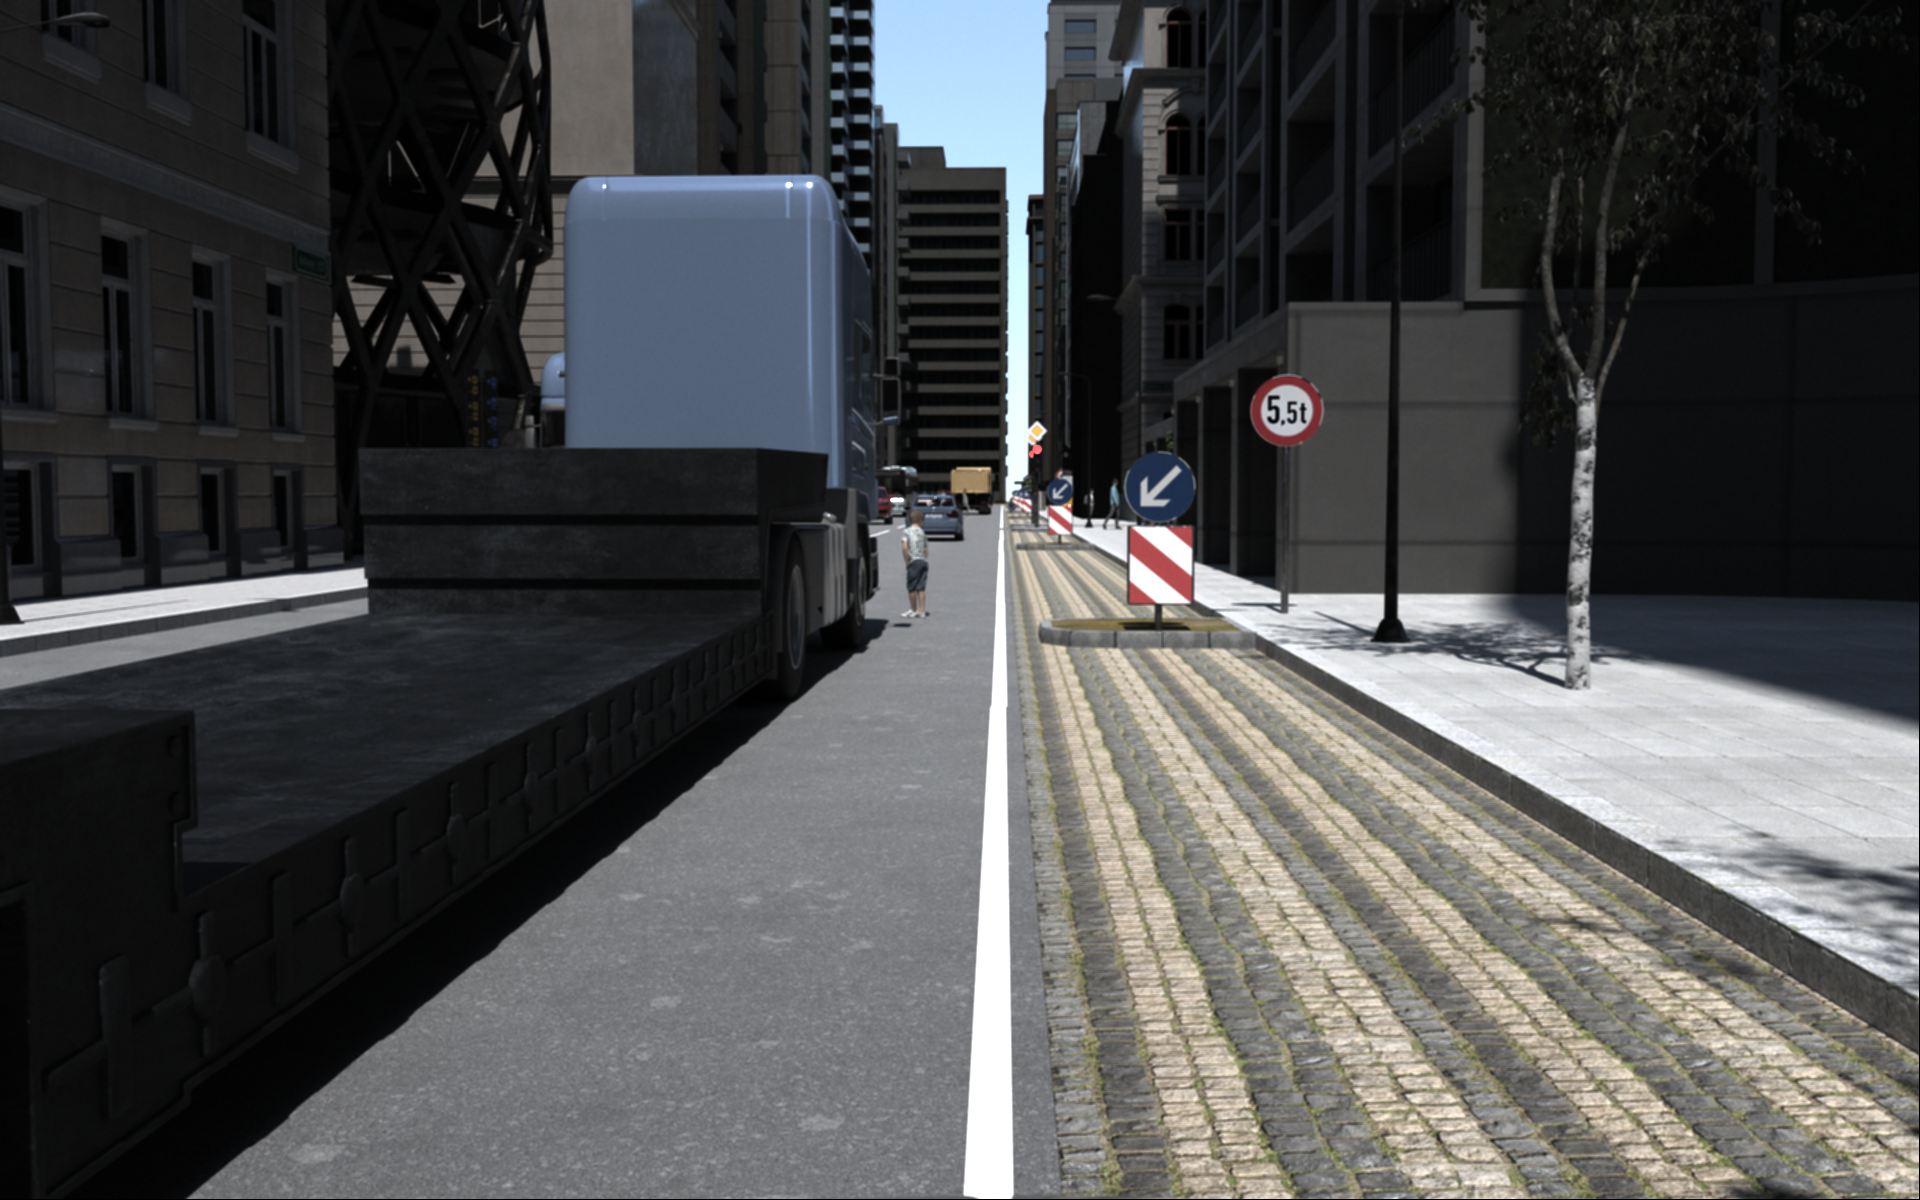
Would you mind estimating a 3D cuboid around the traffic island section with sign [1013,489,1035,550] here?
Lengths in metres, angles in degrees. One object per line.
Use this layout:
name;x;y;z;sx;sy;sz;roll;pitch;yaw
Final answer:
traffic island section with sign;2.448;-2.204;44.658;1.989;1.847;2.006;0;4;1

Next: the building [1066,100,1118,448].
building;13.396;-18.115;114.206;12.078;24.808;19.932;0;4;1

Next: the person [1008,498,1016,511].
person;4.145;-7.399;134.977;0.738;1.151;1.012;1;4;21

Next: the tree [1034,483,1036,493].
tree;8.813;-13.162;209.800;1.663;3.219;1.824;0;3;0

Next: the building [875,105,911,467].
building;-21.512;-36.285;212.861;30.456;49.044;23.786;0;4;1

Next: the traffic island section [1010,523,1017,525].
traffic island section;3.162;-3.186;74.365;2.009;0.180;2.903;0;4;1

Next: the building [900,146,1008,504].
building;-4.030;-37.949;244.159;21.600;48.544;21.300;0;4;1

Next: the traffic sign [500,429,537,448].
traffic sign;-8.637;-2.066;33.884;0.768;2.556;0.104;1;4;10

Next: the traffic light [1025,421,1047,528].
traffic light;2.927;-4.731;66.269;0.839;4.253;0.868;0;4;1

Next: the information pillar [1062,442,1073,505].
information pillar;4.855;-5.328;78.473;0.504;3.616;0.183;-1;4;-19

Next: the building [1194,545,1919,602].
building;14.491;-35.848;24.374;20.563;71.187;20.611;0;4;1

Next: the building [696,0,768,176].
building;-16.983;-18.958;81.664;14.160;30.474;14.107;0;4;1

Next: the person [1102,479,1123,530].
person;5.541;-3.477;62.760;0.748;1.841;0.638;1;4;20

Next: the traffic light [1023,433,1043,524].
traffic light;3.122;-5.219;74.252;0.839;4.253;0.868;0;4;1

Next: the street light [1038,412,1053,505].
street light;5.095;-7.645;97.531;1.470;5.913;1.316;0;4;1

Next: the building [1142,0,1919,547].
building;16.890;-37.592;52.881;20.563;71.187;20.611;0;4;1

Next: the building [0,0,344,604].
building;-17.328;-14.327;20.154;13.634;28.700;20.117;0;4;1

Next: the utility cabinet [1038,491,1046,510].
utility cabinet;6.368;-7.695;134.498;0.318;1.500;1.173;1;4;19

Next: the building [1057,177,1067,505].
building;15.978;-23.747;159.966;14.160;30.474;14.107;0;4;1

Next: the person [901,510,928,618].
person;-0.531;-0.421;20.069;0.332;1.250;0.352;0;4;4

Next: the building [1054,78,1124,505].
building;16.440;-29.976;173.701;14.154;41.232;14.086;0;4;1

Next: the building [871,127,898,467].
building;-14.249;-30.870;188.310;14.154;41.232;14.086;0;4;1

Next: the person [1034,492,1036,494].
person;8.726;-11.634;197.194;0.756;1.711;0.436;2;4;30

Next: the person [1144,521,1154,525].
person;5.287;-2.559;48.634;0.760;1.731;0.466;1;4;19

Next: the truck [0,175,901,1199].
truck;-2.495;-1.173;8.930;2.967;4.110;18.799;0;4;3

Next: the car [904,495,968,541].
car;-0.773;-2.583;54.237;2.014;1.417;4.499;0;4;1

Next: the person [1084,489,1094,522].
person;5.906;-4.285;78.703;0.503;1.515;0.523;2;4;34

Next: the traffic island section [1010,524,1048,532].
traffic island section;2.967;-2.697;66.382;2.009;0.180;2.903;0;4;1

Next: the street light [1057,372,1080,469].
street light;4.405;-5.730;66.220;1.470;5.913;1.316;0;4;1

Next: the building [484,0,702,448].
building;-22.054;-16.054;59.752;25.104;27.353;12.463;0;4;1

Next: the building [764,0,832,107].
building;-15.275;-25.673;103.356;14.154;41.232;14.086;0;4;1

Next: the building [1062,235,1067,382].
building;14.652;-20.753;136.581;12.463;27.353;25.104;0;4;1

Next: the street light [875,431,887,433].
street light;-6.077;-9.476;127.475;1.470;5.913;1.316;0;4;1

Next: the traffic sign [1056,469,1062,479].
traffic sign;5.128;-5.254;86.014;0.768;2.556;0.104;1;4;9

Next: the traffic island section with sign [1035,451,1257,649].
traffic island section with sign;1.774;-0.506;16.902;1.989;1.847;2.006;0;4;1

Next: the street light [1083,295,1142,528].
street light;3.672;-4.161;40.580;1.470;5.913;1.316;0;4;1

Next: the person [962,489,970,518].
person;0.282;-5.661;101.811;0.466;1.731;0.760;3;5;44

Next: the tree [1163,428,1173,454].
tree;5.479;-2.988;43.448;1.663;3.219;1.824;0;3;0

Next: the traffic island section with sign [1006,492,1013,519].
traffic island section with sign;3.798;-5.579;99.839;1.989;1.847;2.006;0;4;1

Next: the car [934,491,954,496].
car;-1.835;-11.662;199.345;2.281;1.827;5.304;0;4;3

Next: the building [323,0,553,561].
building;-18.156;-10.493;39.011;16.820;18.784;16.811;0;4;1

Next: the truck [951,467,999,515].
truck;0.907;-7.800;123.451;3.469;3.379;9.791;0;4;3

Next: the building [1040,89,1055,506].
building;16.077;-32.900;188.028;14.600;45.320;14.200;0;4;1

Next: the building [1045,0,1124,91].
building;20.798;-40.799;209.070;21.231;58.520;28.212;0;4;1

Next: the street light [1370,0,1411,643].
street light;3.211;-2.593;14.934;1.470;5.913;1.316;0;4;1

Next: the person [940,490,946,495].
person;-1.449;-8.315;144.548;0.616;1.811;0.778;0;4;4

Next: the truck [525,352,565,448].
truck;-5.831;-2.951;38.008;2.967;4.110;18.799;0;4;1

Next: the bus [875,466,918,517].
bus;-4.406;-7.189;112.404;2.948;3.499;13.247;0;4;2

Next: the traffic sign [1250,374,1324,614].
traffic sign;3.489;-1.128;18.544;0.768;2.556;0.104;1;4;10

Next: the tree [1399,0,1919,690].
tree;4.309;-3.722;11.218;4.360;8.622;3.978;0;3;0

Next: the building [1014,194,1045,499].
building;22.127;-36.046;243.978;28.867;44.769;22.147;0;4;1

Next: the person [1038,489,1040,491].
person;7.863;-10.165;172.250;1.348;1.824;0.705;3;5;42

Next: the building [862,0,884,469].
building;-18.156;-52.101;164.515;22.319;86.520;31.000;0;4;1

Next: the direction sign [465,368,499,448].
direction sign;-8.729;-2.428;31.700;0.379;3.537;0.876;1;4;23

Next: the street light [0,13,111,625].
street light;-8.906;-2.713;16.907;1.470;5.913;1.316;0;4;1

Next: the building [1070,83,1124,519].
building;12.619;-16.314;96.413;12.332;23.373;15.834;0;4;1

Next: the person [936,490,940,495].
person;-2.188;-10.232;175.771;1.348;1.826;0.705;3;4;39

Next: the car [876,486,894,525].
car;-4.283;-4.548;83.040;2.281;1.827;5.304;0;4;-1

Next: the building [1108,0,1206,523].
building;19.140;-17.989;81.503;23.554;28.519;14.401;0;4;1
